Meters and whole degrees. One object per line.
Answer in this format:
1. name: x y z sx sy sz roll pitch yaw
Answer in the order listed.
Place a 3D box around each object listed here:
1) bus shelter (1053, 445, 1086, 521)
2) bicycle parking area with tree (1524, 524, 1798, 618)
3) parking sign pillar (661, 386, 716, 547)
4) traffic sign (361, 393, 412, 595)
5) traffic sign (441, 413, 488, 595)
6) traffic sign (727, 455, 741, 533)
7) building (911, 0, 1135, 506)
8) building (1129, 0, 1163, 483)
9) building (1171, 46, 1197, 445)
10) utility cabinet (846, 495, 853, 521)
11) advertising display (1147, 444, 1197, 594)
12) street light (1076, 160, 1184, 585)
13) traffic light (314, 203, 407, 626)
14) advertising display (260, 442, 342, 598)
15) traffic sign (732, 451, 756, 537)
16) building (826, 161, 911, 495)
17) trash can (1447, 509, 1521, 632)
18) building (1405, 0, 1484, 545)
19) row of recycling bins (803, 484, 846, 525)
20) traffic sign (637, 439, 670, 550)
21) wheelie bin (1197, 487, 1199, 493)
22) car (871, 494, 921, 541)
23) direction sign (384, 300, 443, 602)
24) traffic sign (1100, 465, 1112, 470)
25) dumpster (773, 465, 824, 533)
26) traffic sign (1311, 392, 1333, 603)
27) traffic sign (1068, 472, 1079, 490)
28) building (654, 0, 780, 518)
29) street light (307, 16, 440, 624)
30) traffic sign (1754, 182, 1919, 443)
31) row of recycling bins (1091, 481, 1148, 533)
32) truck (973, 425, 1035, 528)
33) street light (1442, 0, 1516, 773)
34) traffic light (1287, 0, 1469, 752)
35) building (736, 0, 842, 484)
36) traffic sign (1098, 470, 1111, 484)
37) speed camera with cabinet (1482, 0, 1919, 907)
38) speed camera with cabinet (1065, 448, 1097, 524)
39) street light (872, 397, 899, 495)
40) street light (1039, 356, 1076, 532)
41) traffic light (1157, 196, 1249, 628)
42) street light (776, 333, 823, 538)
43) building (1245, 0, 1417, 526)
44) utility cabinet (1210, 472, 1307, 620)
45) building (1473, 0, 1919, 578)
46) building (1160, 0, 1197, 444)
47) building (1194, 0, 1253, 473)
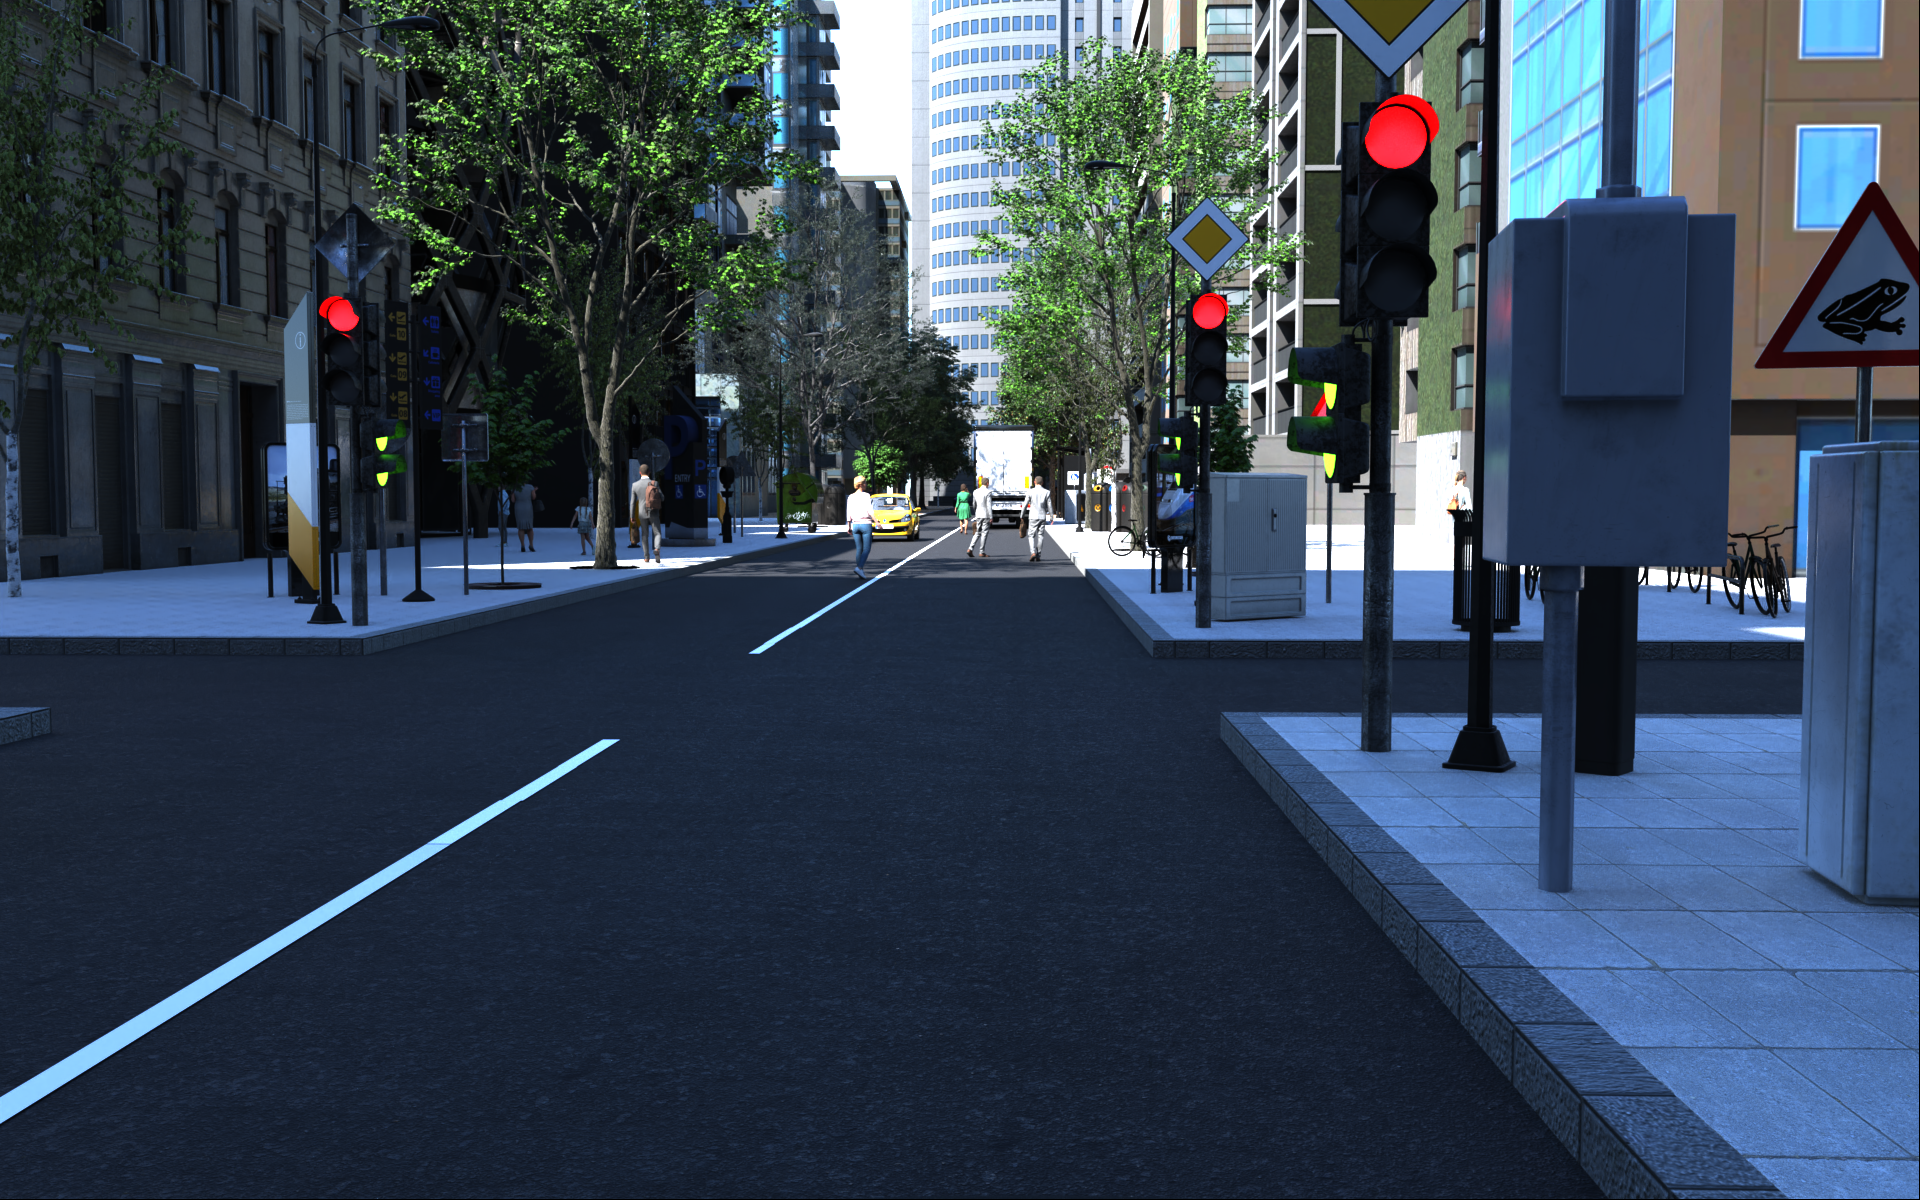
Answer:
1. bus shelter: 5.556 -5.829 86.590 1.731 3.624 6.357 0 4 2
2. bicycle parking area with tree: 10.748 -2.084 21.074 8.231 4.147 9.016 2 4 26
3. parking sign pillar: -6.748 -3.311 42.608 1.447 3.967 1.447 -3 5 -42
4. traffic sign: -7.299 -1.331 21.867 0.768 2.556 0.104 0 4 3
5. traffic sign: -6.282 -1.214 21.985 0.606 2.300 0.079 0 4 5
6. traffic sign: -7.429 -3.481 57.016 0.768 2.556 0.104 0 4 8
7. building: 8.846 -39.807 192.838 28.212 58.520 21.231 0 4 2
8. building: 25.903 -32.035 147.466 21.300 48.544 21.600 0 4 2
9. building: 20.922 -21.031 115.561 14.160 30.474 14.107 0 4 2
10. utility cabinet: -5.253 -4.282 81.179 1.020 1.237 0.306 1 4 10
11. advertising display: 2.772 -1.064 22.607 0.123 1.923 0.974 3 5 41
12. street light: 2.434 -3.164 24.267 1.470 5.913 1.316 0 4 2
13. traffic light: -5.837 -1.704 16.784 0.839 4.253 0.868 0 4 2
14. advertising display: -8.256 -1.011 21.741 0.974 1.923 0.123 -3 5 -45
15. traffic sign: -6.519 -3.165 51.750 0.884 2.594 0.081 0 4 4
16. building: -18.047 -31.092 200.240 23.993 40.220 32.217 0 4 2
17. trash can: 4.940 -0.280 16.237 0.748 1.137 0.748 0 3 0
18. building: 19.844 -16.990 49.483 14.160 30.474 14.107 0 4 2
19. row of recycling bins: -5.748 -4.007 72.627 1.069 1.692 3.534 -2 4 -25
20. traffic sign: -7.050 -2.429 39.817 0.768 2.556 0.104 0 4 5
21. wheelie bin: 5.842 -2.095 42.167 0.693 1.594 0.980 1 4 17
22. car: -2.181 -2.652 53.583 2.015 1.641 3.980 0 4 2
23. direction sign: -6.490 -1.753 20.656 0.379 3.537 0.876 2 4 27
24. traffic sign: 6.559 -4.702 76.985 0.768 2.556 0.104 0 4 4
25. dumpster: -5.326 -3.335 57.021 1.502 2.255 1.985 0 4 2
26. traffic sign: 4.334 -1.241 20.296 0.884 2.594 0.081 1 4 11
27. traffic sign: 5.204 -4.687 78.763 0.606 2.300 0.079 0 4 4
28. building: -22.474 -48.532 106.178 22.319 86.520 31.000 0 4 2
29. street light: -5.756 -2.720 17.017 1.470 5.913 1.316 0 4 2
30. traffic sign: 3.809 -0.448 7.323 0.884 2.594 0.081 1 4 11
31. row of recycling bins: 5.571 -3.112 57.998 1.069 1.692 3.534 -2 4 -29
32. truck: 1.943 -5.323 75.943 2.839 4.237 11.283 0 4 2
33. street light: 1.902 -2.168 7.995 1.470 5.913 1.316 0 4 2
34. traffic light: 2.065 -1.201 8.559 0.839 4.253 0.868 0 4 2
35. building: -25.854 -32.334 148.276 30.456 49.044 23.786 0 4 2
36. traffic sign: 6.047 -4.306 72.539 0.606 2.300 0.079 1 4 11
37. speed camera with cabinet: 2.783 -0.687 5.577 2.038 3.252 0.660 1 4 9
38. speed camera with cabinet: 5.339 -4.905 74.536 0.660 3.252 2.038 3 5 41
39. street light: -3.617 -6.745 82.827 1.470 5.913 1.316 0 4 2
40. street light: 3.461 -5.212 57.764 1.470 5.913 1.316 0 4 2
41. traffic light: 2.321 -1.689 16.540 0.839 4.253 0.868 0 4 2
42. street light: -4.635 -4.736 49.973 1.470 5.913 1.316 0 4 2
43. building: 21.961 -38.853 73.498 20.563 71.187 20.611 0 4 2
44. utility cabinet: 3.046 -0.553 17.728 1.173 1.500 0.318 -3 4 -36
45. building: 18.561 -23.315 31.315 14.200 45.320 14.600 0 4 2
46. building: 22.612 -29.319 129.484 14.600 45.320 14.200 0 4 2
47. building: 20.596 -25.510 100.688 14.154 41.232 14.086 0 4 2
